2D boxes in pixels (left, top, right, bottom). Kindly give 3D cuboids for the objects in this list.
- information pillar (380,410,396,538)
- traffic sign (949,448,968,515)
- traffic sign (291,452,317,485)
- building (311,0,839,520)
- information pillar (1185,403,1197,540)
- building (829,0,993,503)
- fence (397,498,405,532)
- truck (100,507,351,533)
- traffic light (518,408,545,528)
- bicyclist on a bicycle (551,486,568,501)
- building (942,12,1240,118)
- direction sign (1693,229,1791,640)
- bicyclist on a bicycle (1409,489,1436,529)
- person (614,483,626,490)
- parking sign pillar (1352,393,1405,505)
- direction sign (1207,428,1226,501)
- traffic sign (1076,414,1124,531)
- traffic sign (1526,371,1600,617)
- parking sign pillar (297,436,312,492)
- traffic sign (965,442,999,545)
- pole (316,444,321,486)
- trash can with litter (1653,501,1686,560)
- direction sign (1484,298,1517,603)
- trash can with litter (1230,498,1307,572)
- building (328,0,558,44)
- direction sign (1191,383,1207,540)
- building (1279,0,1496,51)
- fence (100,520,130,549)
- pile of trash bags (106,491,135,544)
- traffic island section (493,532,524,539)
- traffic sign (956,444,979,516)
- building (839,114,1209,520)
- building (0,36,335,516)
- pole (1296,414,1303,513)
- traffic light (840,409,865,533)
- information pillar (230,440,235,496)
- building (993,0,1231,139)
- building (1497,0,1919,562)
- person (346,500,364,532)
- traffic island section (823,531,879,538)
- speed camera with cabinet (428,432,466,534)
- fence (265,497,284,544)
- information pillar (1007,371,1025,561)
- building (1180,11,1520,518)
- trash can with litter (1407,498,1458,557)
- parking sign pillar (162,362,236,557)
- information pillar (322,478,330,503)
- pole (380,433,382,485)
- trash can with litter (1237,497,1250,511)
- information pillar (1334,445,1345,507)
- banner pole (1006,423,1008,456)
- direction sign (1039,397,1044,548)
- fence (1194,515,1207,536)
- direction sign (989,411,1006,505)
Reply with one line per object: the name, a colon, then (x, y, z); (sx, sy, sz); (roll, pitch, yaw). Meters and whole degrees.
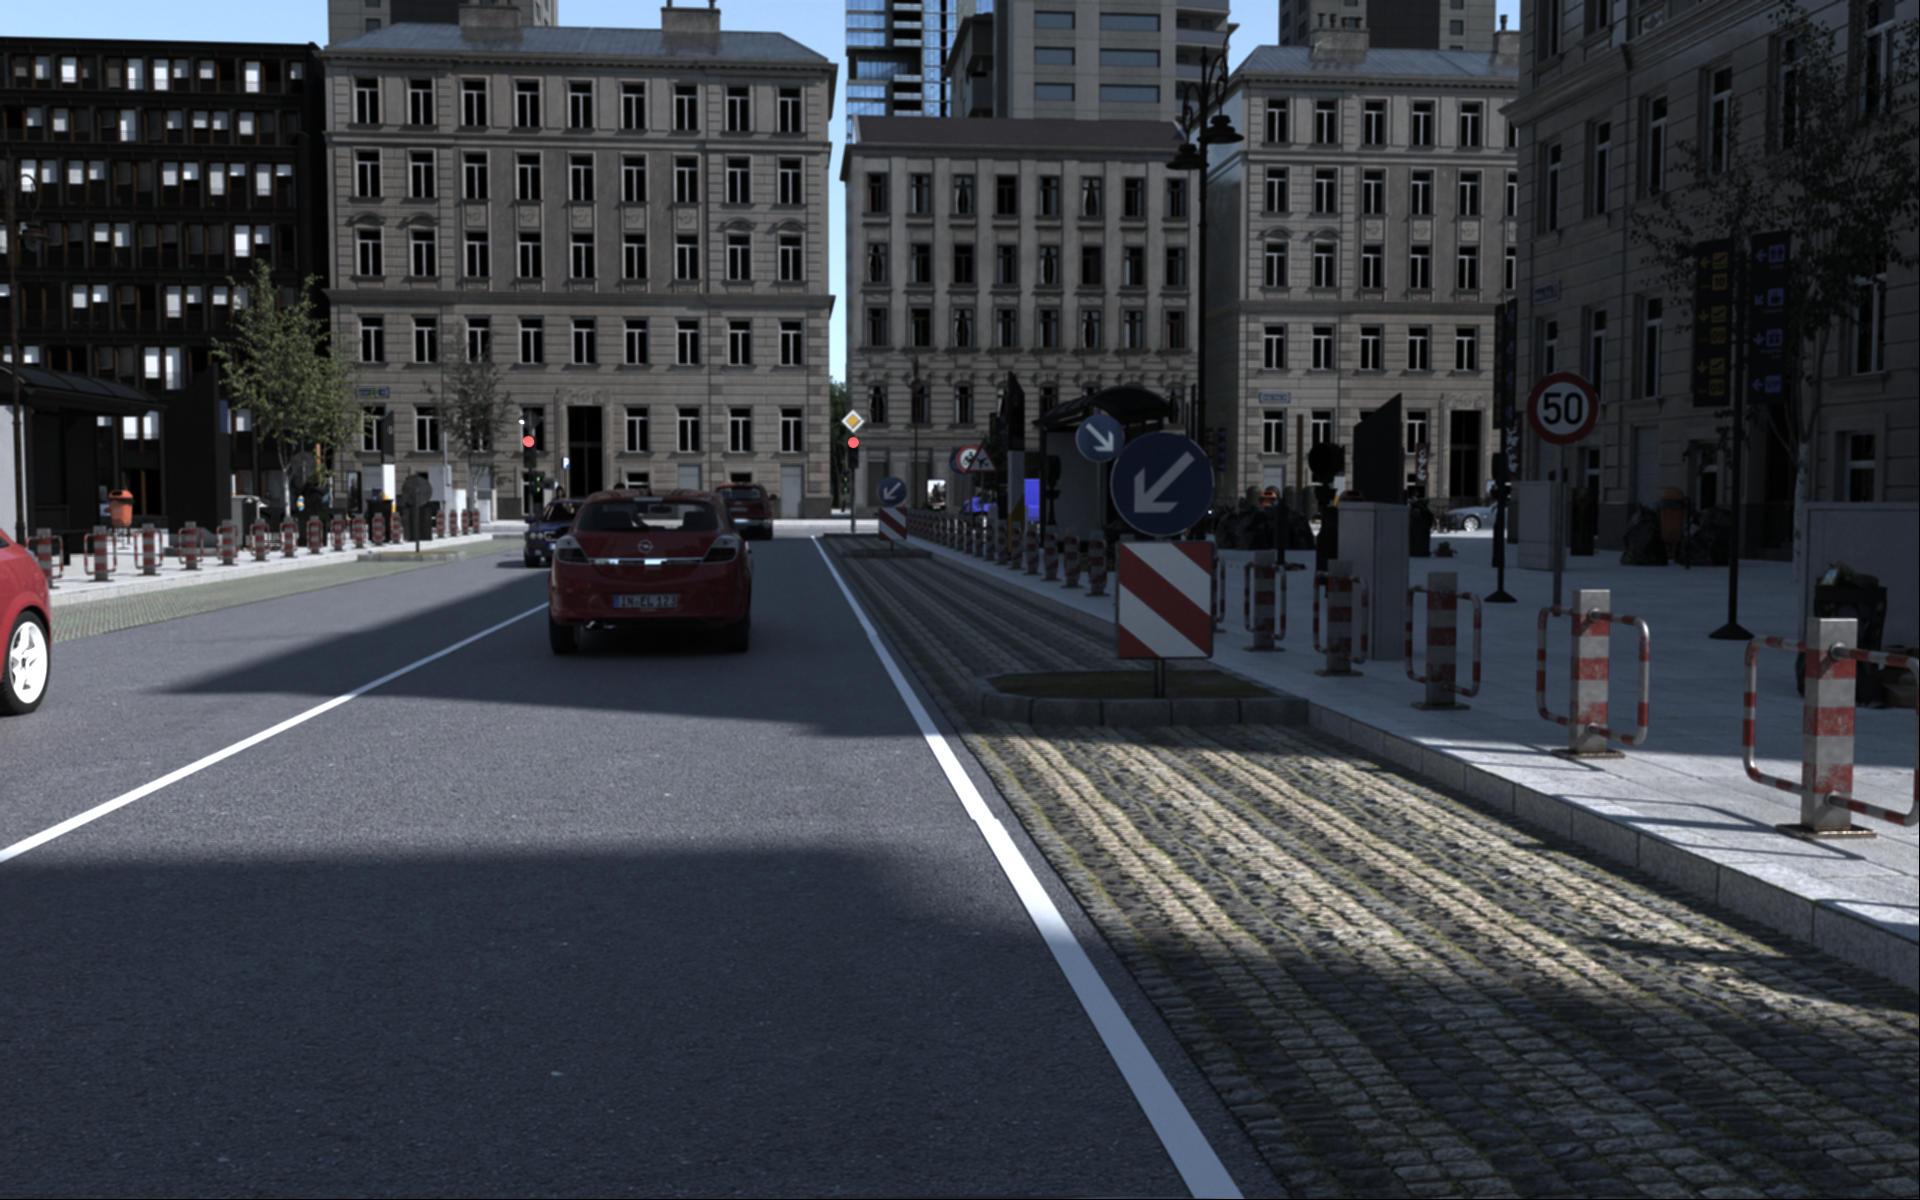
information pillar: (-15.929, -3.481, 48.273); (0.183, 3.616, 0.504); (1, 4, 21)
traffic sign: (0.079, -2.892, 47.385); (0.768, 2.556, 0.104); (0, 4, 2)
traffic sign: (-19.627, -3.165, 51.858); (0.768, 2.556, 0.104); (0, 4, -3)
building: (-19.067, -17.932, 90.459); (25.104, 27.353, 12.463); (0, 4, -6)
information pillar: (5.977, -3.271, 44.840); (0.183, 3.616, 0.504); (3, 4, 36)
building: (-5.206, -57.707, 256.187); (31.000, 86.520, 22.319); (0, 4, -6)
fence: (-17.910, -2.713, 55.567); (0.480, 1.192, 2.264); (1, 4, 15)
truck: (-30.716, -4.296, 59.996); (18.799, 4.110, 2.967); (0, 4, -7)
traffic light: (-13.969, -4.127, 56.395); (0.839, 4.253, 0.868); (0, 4, -6)
bicyclist on a bicycle: (-9.150, -1.811, 39.630); (1.499, 1.676, 1.625); (0, 4, -4)
building: (13.503, -36.782, 190.624); (28.713, 52.752, 27.495); (0, 4, -6)
direction sign: (6.860, -1.424, 15.284); (0.379, 3.537, 0.876); (-2, 4, -32)
bicyclist on a bicycle: (16.740, -3.271, 63.504); (1.625, 1.676, 1.499); (0, 4, -7)
person: (-4.681, -0.828, 24.002); (0.963, 1.587, 0.435); (-3, 4, -37)
parking sign pillar: (11.266, -3.557, 46.636); (1.447, 3.967, 1.447); (2, 4, 35)
direction sign: (8.763, -4.123, 59.412); (0.379, 3.537, 0.876); (-3, 5, -42)
traffic sign: (2.221, -1.678, 27.544); (0.768, 2.556, 0.104); (0, 4, -2)
traffic sign: (6.260, -1.100, 18.090); (0.768, 2.556, 0.104); (0, 4, -1)
parking sign pillar: (-30.773, -5.674, 81.243); (1.447, 3.967, 1.447); (-2, 4, -29)
traffic sign: (0.563, -2.665, 43.574); (0.884, 2.594, 0.081); (0, 4, 4)
pole: (-25.995, -4.671, 70.210); (0.158, 3.312, 0.155); (0, 3, 0)
trash can with litter: (14.042, -1.401, 34.301); (0.624, 1.170, 1.055); (1, 4, 22)
direction sign: (6.434, -1.744, 20.516); (0.379, 3.537, 0.876); (0, 4, 3)
trash can with litter: (5.290, -1.120, 29.367); (1.678, 1.210, 2.233); (1, 4, 18)
building: (-54.583, -45.776, 186.691); (20.611, 71.187, 20.563); (0, 4, -6)
direction sign: (4.824, -2.685, 35.893); (0.379, 3.537, 0.876); (0, 4, 3)
building: (46.385, -46.354, 196.143); (20.611, 71.187, 20.563); (0, 4, -6)
fence: (-20.503, -1.557, 40.831); (2.069, 0.683, 0.278); (1, 4, 20)
pile of trash bags: (-22.615, -2.101, 44.104); (3.447, 1.369, 1.912); (1, 4, 9)
traffic island section: (-14.009, -2.094, 56.525); (2.009, 0.180, 2.903); (0, 4, -6)
traffic sign: (0.277, -2.718, 44.553); (0.768, 2.556, 0.104); (0, 4, 1)
building: (2.954, -14.822, 91.498); (18.267, 20.994, 9.793); (0, 4, -6)
building: (-39.890, -15.831, 88.515); (15.834, 23.373, 12.332); (0, 4, -6)
pole: (8.695, -3.090, 44.361); (0.158, 3.312, 0.155); (0, 3, 0)
traffic light: (-3.561, -4.191, 57.450); (0.839, 4.253, 0.868); (0, 4, -6)
information pillar: (-31.270, -5.079, 74.392); (0.183, 3.616, 0.504); (-3, 5, -41)
building: (13.612, -37.952, 162.517); (21.231, 58.520, 28.212); (0, 4, -6)
building: (21.036, -14.402, 32.734); (12.463, 27.353, 25.104); (0, 4, -6)
person: (-22.676, -3.394, 64.938); (0.436, 1.711, 0.756); (-3, 5, -40)
traffic island section: (-3.520, -2.158, 57.568); (2.009, 0.180, 2.903); (0, 4, -6)
speed camera with cabinet: (-16.577, -3.770, 55.982); (0.660, 3.252, 2.038); (0, 4, 3)
fence: (-17.919, -2.087, 45.318); (0.480, 1.192, 2.264); (-2, 4, -27)
information pillar: (1.071, -2.559, 33.197); (0.183, 3.616, 0.504); (2, 4, 34)
building: (25.718, -18.207, 94.945); (25.104, 27.353, 12.463); (0, 4, -6)
trash can with litter: (9.604, -1.470, 35.423); (1.055, 1.170, 0.624); (0, 4, -1)
parking sign pillar: (-15.784, -2.900, 35.887); (1.447, 3.967, 1.447); (1, 4, 19)
information pillar: (-29.165, -4.596, 79.629); (0.304, 2.012, 0.304); (3, 5, 40)
pole: (-18.013, -3.690, 54.169); (0.158, 3.312, 0.155); (0, 3, 0)
trash can with litter: (13.674, -4.320, 82.023); (1.055, 1.170, 0.624); (0, 4, -3)
information pillar: (17.819, -5.497, 81.225); (0.504, 3.616, 0.183); (1, 4, 20)
banner pole: (1.508, -3.903, 53.835); (0.401, 3.779, 0.863); (-2, 4, -33)
direction sign: (1.931, -3.001, 41.063); (0.379, 3.537, 0.876); (0, 4, 7)
fence: (6.564, -2.305, 53.068); (2.069, 0.683, 0.278); (2, 4, 28)
direction sign: (1.046, -3.418, 47.887); (0.379, 3.537, 0.876); (-2, 4, -29)
